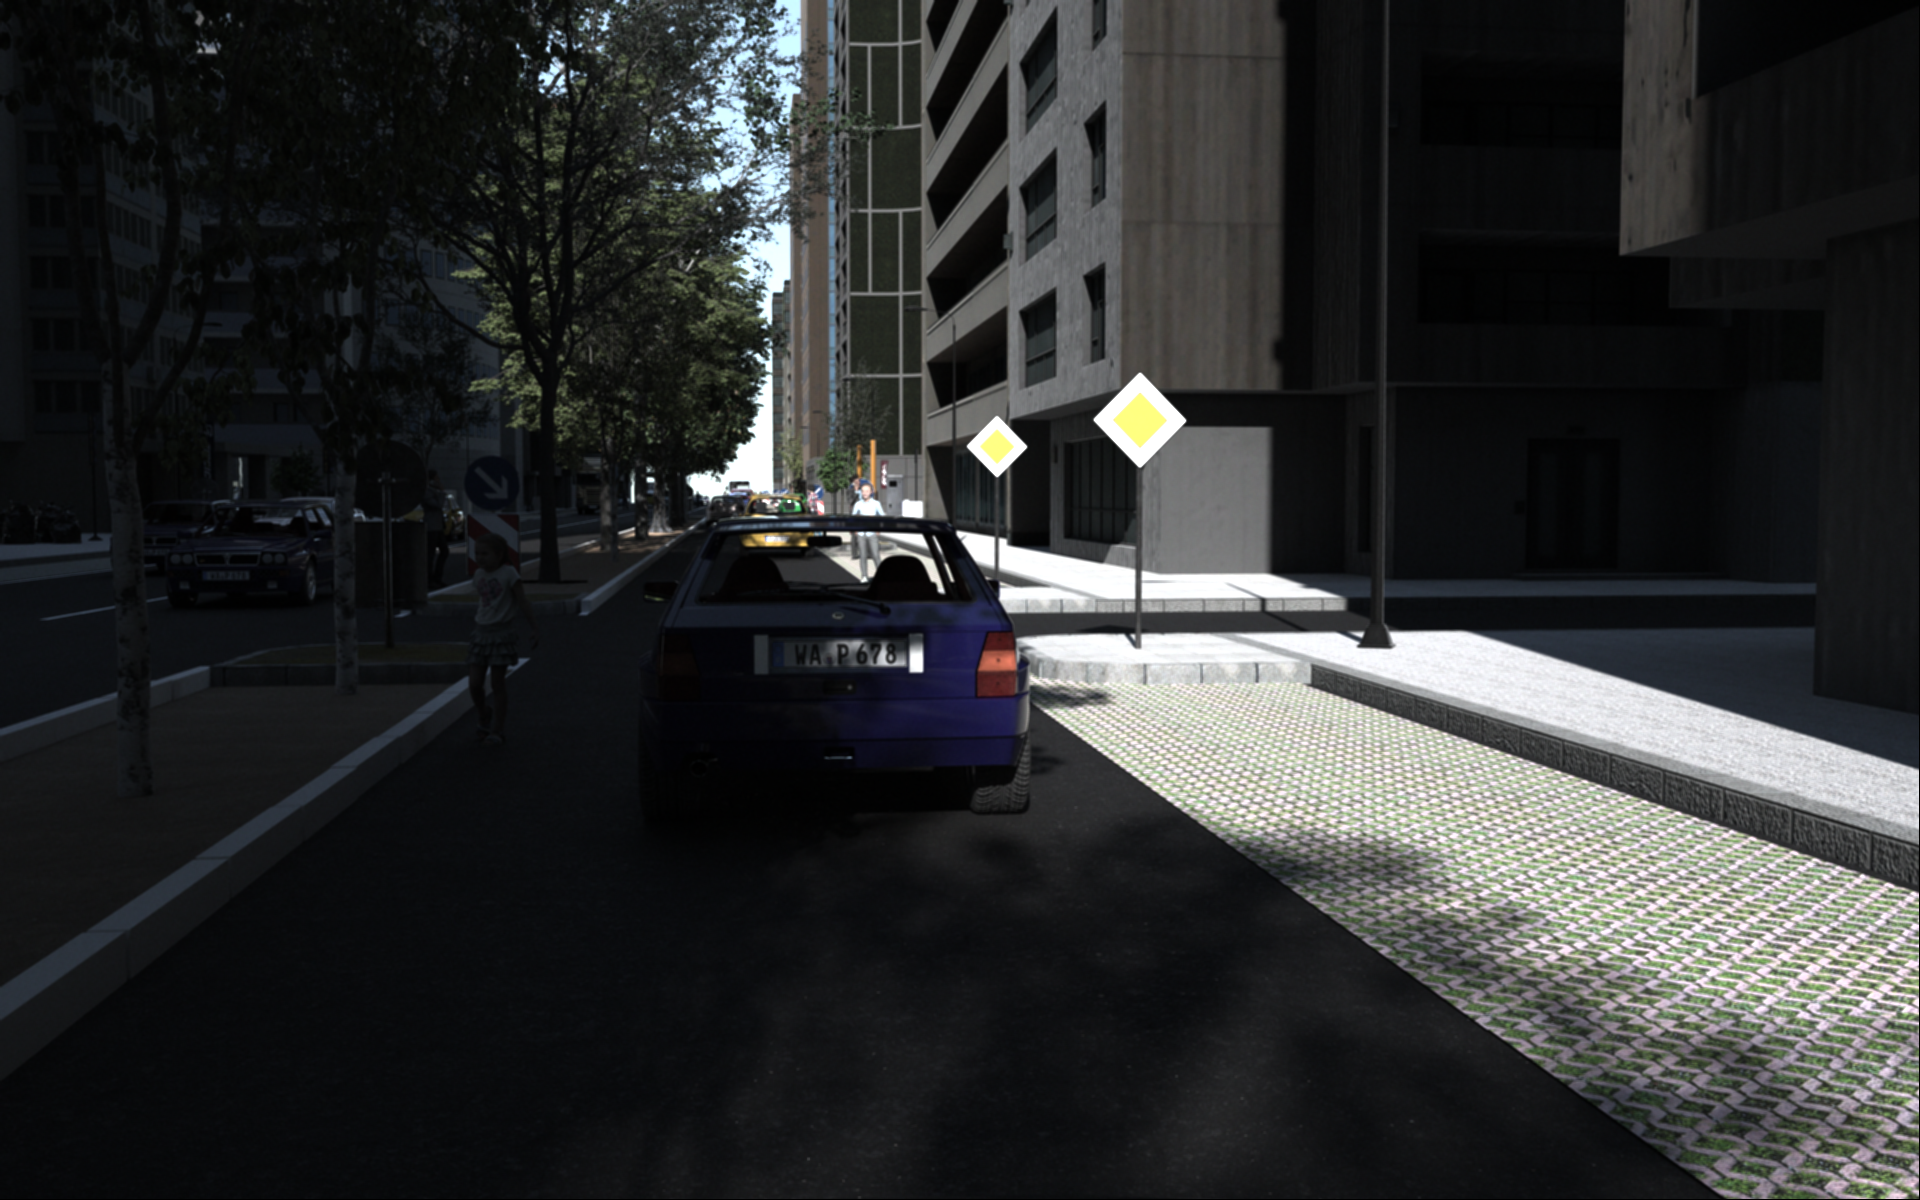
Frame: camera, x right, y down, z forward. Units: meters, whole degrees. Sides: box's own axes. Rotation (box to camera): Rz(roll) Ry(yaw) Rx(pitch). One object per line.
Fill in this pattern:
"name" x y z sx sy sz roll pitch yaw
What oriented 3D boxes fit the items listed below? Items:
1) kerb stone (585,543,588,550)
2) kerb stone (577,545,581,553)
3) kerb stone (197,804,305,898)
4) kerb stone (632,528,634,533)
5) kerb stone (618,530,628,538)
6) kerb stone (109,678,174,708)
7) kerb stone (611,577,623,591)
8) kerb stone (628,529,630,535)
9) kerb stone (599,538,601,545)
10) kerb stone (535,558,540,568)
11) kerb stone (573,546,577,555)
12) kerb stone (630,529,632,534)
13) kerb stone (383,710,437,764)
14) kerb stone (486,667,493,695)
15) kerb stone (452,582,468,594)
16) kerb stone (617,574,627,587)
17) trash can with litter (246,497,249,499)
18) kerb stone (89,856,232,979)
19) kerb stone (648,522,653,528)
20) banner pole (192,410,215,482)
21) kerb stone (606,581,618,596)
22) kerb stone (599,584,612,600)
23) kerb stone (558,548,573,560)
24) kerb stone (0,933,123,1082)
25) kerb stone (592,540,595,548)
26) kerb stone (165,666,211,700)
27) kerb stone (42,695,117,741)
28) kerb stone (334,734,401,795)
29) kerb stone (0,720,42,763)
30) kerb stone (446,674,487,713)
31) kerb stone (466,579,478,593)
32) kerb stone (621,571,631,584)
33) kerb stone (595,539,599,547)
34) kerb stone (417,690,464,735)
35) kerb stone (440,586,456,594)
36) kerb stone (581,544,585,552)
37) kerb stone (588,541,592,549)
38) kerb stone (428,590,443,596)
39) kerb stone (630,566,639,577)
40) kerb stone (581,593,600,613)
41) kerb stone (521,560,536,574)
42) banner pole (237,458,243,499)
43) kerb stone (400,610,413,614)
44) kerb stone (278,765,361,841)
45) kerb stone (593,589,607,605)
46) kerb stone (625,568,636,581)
"kerb stone" -9.497 -1.302 43.482 0.120 0.150 1.000 0 4 -7
"kerb stone" -9.239 -1.170 41.449 0.120 0.150 1.000 0 4 -7
"kerb stone" -2.702 0.953 6.620 0.120 0.150 1.000 0 4 -7
"kerb stone" -11.811 -2.422 61.788 0.120 0.150 1.000 0 4 -7
"kerb stone" -11.430 -2.235 58.743 0.120 0.150 1.000 0 4 -7
"kerb stone" -5.430 0.658 11.432 0.120 0.150 1.000 0 4 -7
"kerb stone" -5.092 -0.200 25.459 0.120 0.150 1.000 0 4 -7
"kerb stone" -11.559 -2.297 59.757 0.120 0.150 1.000 0 4 -7
"kerb stone" -10.013 -1.548 47.549 0.120 0.150 1.000 0 4 -7
"kerb stone" -8.208 -0.680 33.320 0.120 0.150 1.000 0 4 -7
"kerb stone" -9.105 -1.114 40.435 0.120 0.150 1.000 0 4 -7
"kerb stone" -11.686 -2.360 60.774 0.120 0.150 1.000 0 4 -7
"kerb stone" -3.082 0.767 9.667 0.120 0.150 1.000 0 4 -7
"kerb stone" -3.473 0.584 12.713 0.120 0.150 1.000 0 4 -7
"kerb stone" -7.047 -0.121 24.174 0.120 0.150 1.000 0 4 -7
"kerb stone" -5.222 -0.262 26.473 0.120 0.150 1.000 0 4 -7
"trash can with litter" -32.274 -4.164 79.470 1.055 1.170 0.624 -2 4 -31
"kerb stone" -2.572 1.017 5.602 0.120 0.150 1.000 0 4 -7
"kerb stone" -13.886 -3.415 78.073 0.120 0.150 1.000 0 4 -7
"banner pole" -22.662 -3.780 51.815 0.863 3.779 0.401 0 4 6
"kerb stone" -4.963 -0.135 24.443 0.120 0.150 1.000 0 4 -7
"kerb stone" -4.836 -0.075 23.429 0.120 0.150 1.000 0 4 -7
"kerb stone" -8.976 -1.052 39.417 0.120 0.150 1.000 0 4 -7
"kerb stone" -2.447 1.079 4.587 0.120 0.150 1.000 0 4 -7
"kerb stone" -9.755 -1.426 45.512 0.120 0.150 1.000 0 4 -7
"kerb stone" -5.553 0.600 12.450 0.120 0.150 1.000 0 4 -7
"kerb stone" -5.309 0.722 10.417 0.120 0.150 1.000 0 4 -7
"kerb stone" -2.964 0.828 8.651 0.120 0.150 1.000 0 4 -7
"kerb stone" -5.174 0.782 9.404 0.120 0.150 1.000 0 4 -7
"kerb stone" -3.351 0.642 11.698 0.120 0.150 1.000 0 4 -7
"kerb stone" -7.180 -0.179 25.199 0.120 0.150 1.000 0 4 -7
"kerb stone" -5.351 -0.324 27.487 0.120 0.150 1.000 0 4 -7
"kerb stone" -9.877 -1.488 46.526 0.120 0.150 1.000 0 4 -7
"kerb stone" -3.216 0.704 10.683 0.120 0.150 1.000 0 4 -7
"kerb stone" -6.916 -0.056 23.152 0.120 0.150 1.000 0 4 -7
"kerb stone" -9.365 -1.240 42.469 0.120 0.150 1.000 0 4 -7
"kerb stone" -9.620 -1.364 44.497 0.120 0.150 1.000 0 4 -7
"kerb stone" -6.781 0.004 22.128 0.120 0.150 1.000 0 4 -7
"kerb stone" -5.612 -0.448 29.527 0.120 0.150 1.000 0 4 -7
"kerb stone" -4.575 0.049 21.389 0.120 0.150 1.000 0 4 -7
"kerb stone" -8.074 -0.618 32.306 0.120 0.150 1.000 0 4 -7
"banner pole" -35.289 -5.803 84.894 0.401 3.779 0.863 -3 4 -38
"kerb stone" -6.664 0.070 21.110 0.120 0.150 1.000 0 4 -7
"kerb stone" -2.827 0.892 7.635 0.120 0.150 1.000 0 4 -7
"kerb stone" -4.705 -0.011 22.407 0.120 0.150 1.000 0 4 -7
"kerb stone" -5.473 -0.386 28.511 0.120 0.150 1.000 0 4 -7
